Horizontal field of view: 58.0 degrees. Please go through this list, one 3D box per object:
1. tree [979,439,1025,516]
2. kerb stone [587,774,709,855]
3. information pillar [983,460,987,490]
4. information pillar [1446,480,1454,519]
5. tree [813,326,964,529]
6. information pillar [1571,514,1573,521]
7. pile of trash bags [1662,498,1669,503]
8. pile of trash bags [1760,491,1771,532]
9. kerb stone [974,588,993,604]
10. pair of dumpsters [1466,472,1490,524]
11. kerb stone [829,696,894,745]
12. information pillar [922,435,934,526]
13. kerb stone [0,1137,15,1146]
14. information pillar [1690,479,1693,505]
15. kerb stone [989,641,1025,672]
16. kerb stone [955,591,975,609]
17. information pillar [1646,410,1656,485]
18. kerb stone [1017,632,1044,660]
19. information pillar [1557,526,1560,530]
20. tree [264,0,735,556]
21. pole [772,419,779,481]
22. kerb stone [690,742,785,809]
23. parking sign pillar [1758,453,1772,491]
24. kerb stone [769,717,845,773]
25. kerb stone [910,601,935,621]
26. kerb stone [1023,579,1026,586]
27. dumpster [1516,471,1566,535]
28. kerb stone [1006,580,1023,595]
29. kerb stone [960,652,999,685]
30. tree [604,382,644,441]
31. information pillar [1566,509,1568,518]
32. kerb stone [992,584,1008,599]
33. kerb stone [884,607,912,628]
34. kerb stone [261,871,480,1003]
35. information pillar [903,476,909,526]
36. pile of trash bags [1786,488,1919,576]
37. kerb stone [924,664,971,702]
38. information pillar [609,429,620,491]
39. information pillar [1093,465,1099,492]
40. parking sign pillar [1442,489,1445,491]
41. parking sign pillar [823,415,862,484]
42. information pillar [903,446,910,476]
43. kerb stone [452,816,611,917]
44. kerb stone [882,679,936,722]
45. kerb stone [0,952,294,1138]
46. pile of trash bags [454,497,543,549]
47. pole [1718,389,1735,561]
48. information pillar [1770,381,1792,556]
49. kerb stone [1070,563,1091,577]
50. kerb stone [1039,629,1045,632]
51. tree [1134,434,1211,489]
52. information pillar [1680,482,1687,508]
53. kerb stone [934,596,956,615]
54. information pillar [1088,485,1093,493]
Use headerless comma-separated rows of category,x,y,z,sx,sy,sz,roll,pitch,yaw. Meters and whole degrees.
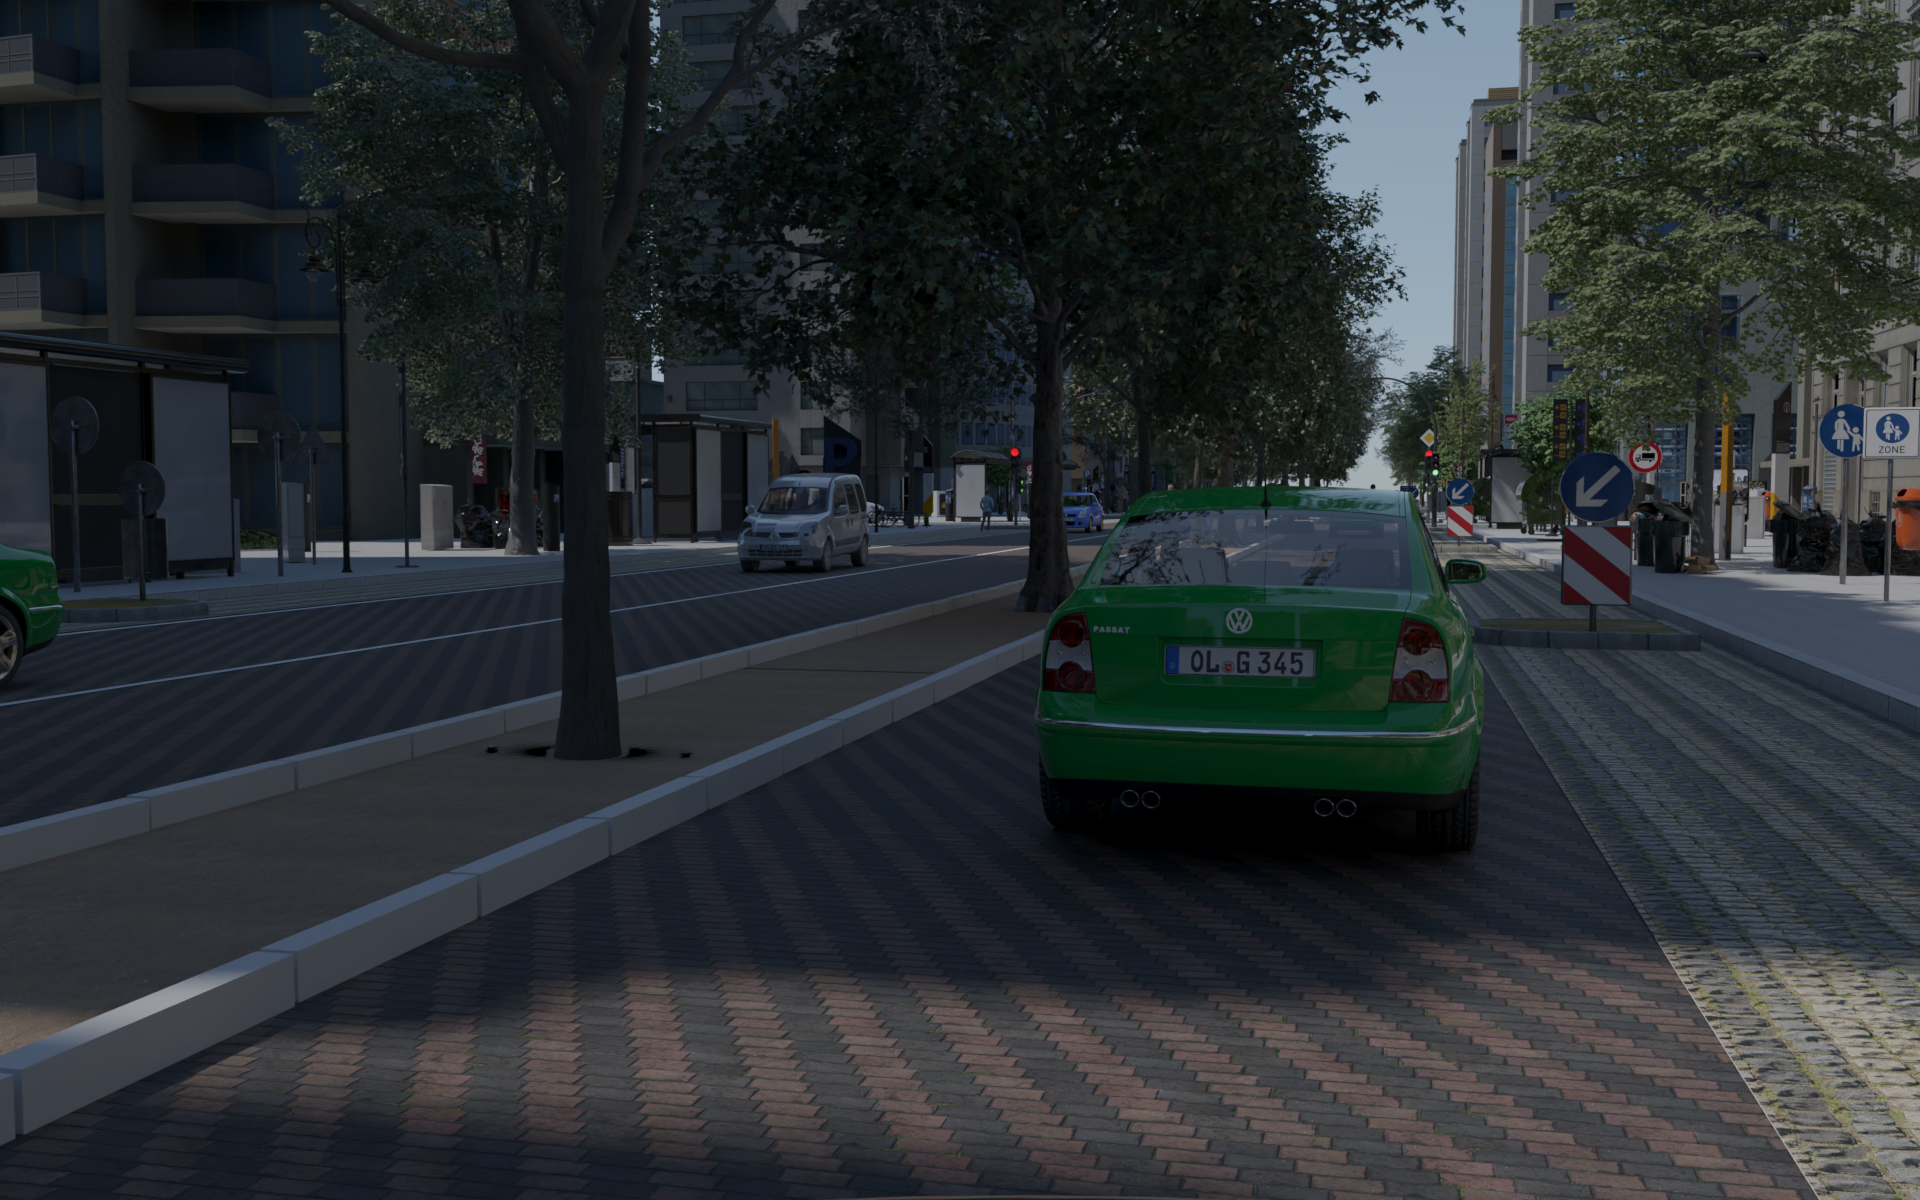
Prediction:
tree,2.476,-7.334,103.616,4.285,4.588,4.351,0,3,0
kerb stone,-1.320,0.907,7.361,0.120,0.150,1.000,1,4,13
information pillar,1.628,-7.513,114.199,0.183,3.616,0.504,-2,4,-32
information pillar,25.267,-5.187,89.296,0.304,2.012,0.304,3,4,38
tree,-1.985,-7.900,63.584,8.767,10.594,7.601,2,4,24
information pillar,29.281,-4.770,82.485,0.304,2.012,0.304,1,4,17
pile of trash bags,35.079,-4.796,88.173,1.912,1.369,3.447,2,4,26
pile of trash bags,26.811,-2.999,58.791,1.912,1.369,3.447,0,4,1
kerb stone,0.235,-0.037,22.797,0.120,0.150,1.000,1,4,13
pair of dumpsters,23.199,-4.549,76.877,1.574,2.255,4.437,1,4,14
kerb stone,-0.601,0.724,10.367,0.120,0.150,1.000,1,4,13
information pillar,-1.270,-4.749,68.997,0.504,3.616,0.183,3,5,41
kerb stone,-2.275,1.156,3.374,0.120,0.150,1.000,1,4,13
information pillar,36.760,-5.033,86.774,0.304,2.012,0.304,1,4,13
kerb stone,0.358,0.479,14.364,0.120,0.150,1.000,1,4,13
kerb stone,-0.010,0.025,21.793,0.120,0.150,1.000,1,4,13
information pillar,18.553,-3.376,46.555,0.183,3.616,0.504,3,4,37
kerb stone,0.603,0.421,15.356,0.120,0.150,1.000,1,4,13
information pillar,21.471,-4.328,62.117,0.183,3.616,0.504,2,4,24
tree,-9.226,-7.919,36.123,9.857,13.997,8.962,0,3,0
pole,-5.004,-3.255,47.060,0.158,3.312,0.155,0,3,0
kerb stone,-1.078,0.846,8.362,0.120,0.150,1.000,1,4,13
parking sign pillar,51.241,-7.423,109.840,1.447,3.967,1.447,-1,4,-12
kerb stone,-0.843,0.787,9.365,0.120,0.150,1.000,1,4,13
kerb stone,-0.496,0.147,19.800,0.120,0.150,1.000,1,4,13
kerb stone,0.952,-0.218,25.779,0.120,0.150,1.000,1,4,13
dumpster,18.358,-3.181,54.503,1.502,2.255,1.985,1,4,13
kerb stone,0.704,-0.158,24.787,0.120,0.150,1.000,1,4,13
kerb stone,0.119,0.541,13.358,0.120,0.150,1.000,1,4,13
tree,-19.951,-9.015,97.754,4.737,8.622,4.395,0,3,0
information pillar,31.995,-6.137,91.695,0.504,3.616,0.183,-2,4,-24
kerb stone,0.468,-0.090,23.793,0.120,0.150,1.000,1,4,13
kerb stone,-0.732,0.213,18.803,0.120,0.150,1.000,1,4,13
kerb stone,-1.804,1.032,5.373,0.120,0.150,1.000,1,4,13
information pillar,-2.099,-4.024,70.278,0.304,2.012,0.304,2,4,31
pile of trash bags,14.462,-1.071,27.267,1.912,1.369,3.447,1,4,9
kerb stone,-0.114,0.601,12.363,0.120,0.150,1.000,1,4,13
information pillar,-9.134,-3.330,45.803,0.183,3.616,0.504,1,4,14
information pillar,10.826,-8.972,138.042,0.504,3.616,0.183,0,4,2
parking sign pillar,40.858,-9.563,144.828,1.447,3.967,1.447,-3,4,-37
parking sign pillar,-4.004,-4.317,59.048,1.447,3.967,1.447,0,4,3
information pillar,-2.633,-5.754,85.433,0.183,3.616,0.504,3,5,41
kerb stone,-1.563,0.970,6.366,0.120,0.150,1.000,1,4,13
kerb stone,-0.358,0.663,11.360,0.120,0.150,1.000,1,4,13
kerb stone,-2.035,1.092,4.368,0.120,0.150,1.000,1,4,13
pile of trash bags,-11.484,-1.948,41.601,3.447,1.369,1.912,2,4,25
pole,14.714,-2.409,33.223,0.158,3.312,0.155,0,3,0
information pillar,16.929,-2.713,35.711,0.504,3.616,0.183,-2,4,-30
kerb stone,2.149,-0.520,30.788,0.120,0.150,1.000,1,4,13
kerb stone,0.844,0.358,16.350,0.120,0.150,1.000,1,4,13
tree,17.791,-14.099,148.653,7.486,12.596,7.792,0,3,0
information pillar,44.071,-6.175,105.460,0.304,2.012,0.304,3,5,41
kerb stone,-0.249,0.091,20.792,0.120,0.150,1.000,1,4,13
information pillar,11.139,-8.772,147.912,0.304,2.012,0.304,0,4,-8
